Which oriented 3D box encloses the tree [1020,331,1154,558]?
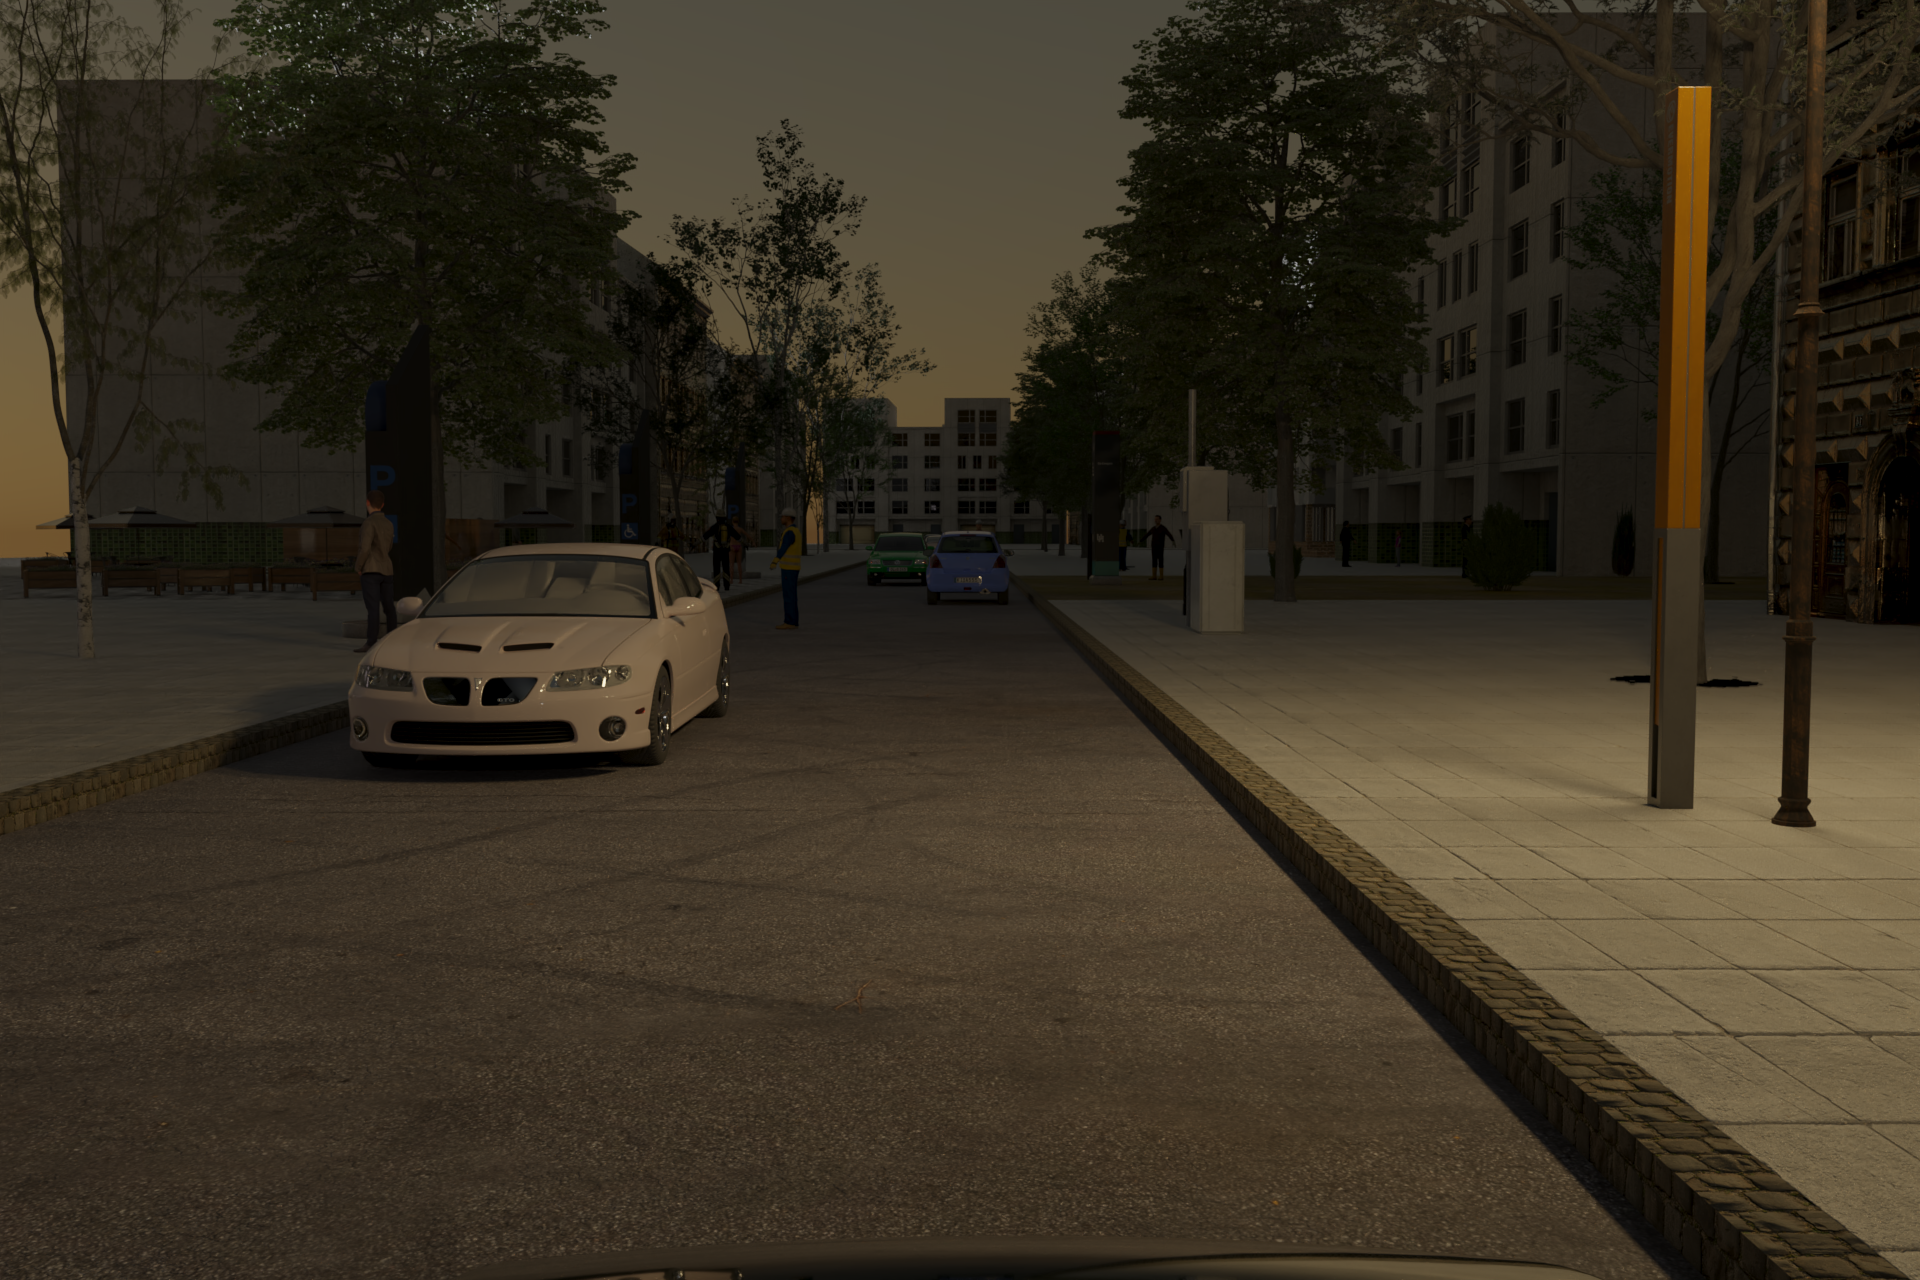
[{"bbox_3d":[6.841,-10.617,91.713,7.486,12.596,7.792,0,3,0],"label":"tree"}]

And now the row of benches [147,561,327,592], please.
[{"bbox_3d":[-16.257,-1.424,38.739,4.104,0.672,1.422,0,4,7],"label":"row of benches"}]

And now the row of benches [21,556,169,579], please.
[{"bbox_3d":[-24.564,-2.079,49.449,4.104,0.672,1.422,0,4,-2],"label":"row of benches"}]

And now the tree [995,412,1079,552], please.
[{"bbox_3d":[5.860,-11.574,123.653,7.601,10.594,8.767,-2,4,-30],"label":"tree"}]

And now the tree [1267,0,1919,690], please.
[{"bbox_3d":[6.289,-6.357,14.303,12.009,13.543,11.850,0,3,0],"label":"tree"}]

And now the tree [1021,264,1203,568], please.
[{"bbox_3d":[6.110,-8.602,66.393,9.928,11.665,9.643,0,3,0],"label":"tree"}]

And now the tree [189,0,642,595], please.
[{"bbox_3d":[-9.027,-6.779,28.961,7.486,12.596,7.792,0,3,0],"label":"tree"}]

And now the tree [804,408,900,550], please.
[{"bbox_3d":[-8.520,-12.891,136.517,9.928,11.665,9.643,0,3,0],"label":"tree"}]

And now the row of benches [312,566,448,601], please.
[{"bbox_3d":[-10.595,-1.146,34.192,4.104,0.672,1.422,-1,4,-20],"label":"row of benches"}]

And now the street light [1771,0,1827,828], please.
[{"bbox_3d":[3.686,-2.122,7.478,0.468,5.910,1.993,0,3,0],"label":"street light"}]

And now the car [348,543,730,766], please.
[{"bbox_3d":[-2.754,0.008,12.229,2.083,1.381,4.827,0,3,0],"label":"car"}]

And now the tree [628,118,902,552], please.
[{"bbox_3d":[-9.195,-13.814,81.748,12.611,20.169,13.585,0,3,0],"label":"tree"}]

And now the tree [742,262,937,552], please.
[{"bbox_3d":[-8.436,-16.198,120.730,12.611,20.169,13.585,0,3,0],"label":"tree"}]

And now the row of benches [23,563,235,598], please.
[{"bbox_3d":[-17.165,-1.259,36.055,4.104,0.672,1.422,-2,4,-30],"label":"row of benches"}]

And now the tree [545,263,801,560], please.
[{"bbox_3d":[-9.631,-7.639,59.304,8.767,10.594,7.601,-1,4,-22],"label":"tree"}]

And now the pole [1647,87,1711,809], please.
[{"bbox_3d":[3.344,-0.869,8.055,0.158,3.312,0.155,0,3,0],"label":"pole"}]

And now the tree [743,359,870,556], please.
[{"bbox_3d":[-9.004,-10.761,101.692,9.928,11.665,9.643,0,3,0],"label":"tree"}]

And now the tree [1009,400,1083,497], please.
[{"bbox_3d":[6.428,-10.892,112.501,8.767,10.594,7.601,3,5,42],"label":"tree"}]

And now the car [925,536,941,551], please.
[{"bbox_3d":[-0.753,-3.655,72.128,2.083,1.381,4.827,0,4,-1],"label":"car"}]

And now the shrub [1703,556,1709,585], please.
[{"bbox_3d":[16.198,-1.683,38.633,1.383,1.207,1.383,0,3,0],"label":"shrub"}]

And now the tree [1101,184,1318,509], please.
[{"bbox_3d":[7.710,-8.277,53.462,7.486,12.596,7.792,0,3,0],"label":"tree"}]

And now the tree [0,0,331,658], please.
[{"bbox_3d":[-9.238,-4.131,17.909,4.360,8.622,3.978,0,3,0],"label":"tree"}]

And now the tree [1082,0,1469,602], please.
[{"bbox_3d":[5.837,-6.987,32.358,7.486,12.596,7.792,0,3,0],"label":"tree"}]

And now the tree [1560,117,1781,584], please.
[{"bbox_3d":[19.260,-7.245,44.216,9.928,11.665,9.643,0,3,0],"label":"tree"}]

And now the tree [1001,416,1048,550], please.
[{"bbox_3d":[6.773,-12.937,137.281,9.928,11.665,9.643,0,3,0],"label":"tree"}]

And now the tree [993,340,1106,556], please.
[{"bbox_3d":[5.777,-11.229,101.716,7.486,12.596,7.792,0,3,0],"label":"tree"}]

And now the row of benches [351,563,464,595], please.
[{"bbox_3d":[-10.987,-1.288,36.522,4.104,0.672,1.422,1,4,12],"label":"row of benches"}]

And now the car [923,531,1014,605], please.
[{"bbox_3d":[0.176,-1.638,36.372,1.945,1.707,3.694,0,4,1],"label":"car"}]

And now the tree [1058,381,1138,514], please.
[{"bbox_3d":[6.272,-8.179,84.084,4.360,8.622,3.978,0,3,0],"label":"tree"}]

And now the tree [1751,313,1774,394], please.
[{"bbox_3d":[20.484,-7.185,35.598,7.486,12.596,7.792,0,3,0],"label":"tree"}]

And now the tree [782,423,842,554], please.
[{"bbox_3d":[-8.847,-9.796,110.521,4.360,8.622,3.978,0,3,0],"label":"tree"}]

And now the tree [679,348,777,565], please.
[{"bbox_3d":[-9.544,-7.287,69.508,4.737,8.622,4.395,0,3,0],"label":"tree"}]

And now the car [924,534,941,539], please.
[{"bbox_3d":[-1.993,-7.240,130.370,2.014,1.417,4.499,0,3,0],"label":"car"}]

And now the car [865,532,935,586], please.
[{"bbox_3d":[-1.684,-2.482,49.384,1.959,1.807,4.718,0,4,1],"label":"car"}]

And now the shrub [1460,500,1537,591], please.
[{"bbox_3d":[12.120,-2.140,39.027,1.661,2.075,1.752,0,3,0],"label":"shrub"}]
